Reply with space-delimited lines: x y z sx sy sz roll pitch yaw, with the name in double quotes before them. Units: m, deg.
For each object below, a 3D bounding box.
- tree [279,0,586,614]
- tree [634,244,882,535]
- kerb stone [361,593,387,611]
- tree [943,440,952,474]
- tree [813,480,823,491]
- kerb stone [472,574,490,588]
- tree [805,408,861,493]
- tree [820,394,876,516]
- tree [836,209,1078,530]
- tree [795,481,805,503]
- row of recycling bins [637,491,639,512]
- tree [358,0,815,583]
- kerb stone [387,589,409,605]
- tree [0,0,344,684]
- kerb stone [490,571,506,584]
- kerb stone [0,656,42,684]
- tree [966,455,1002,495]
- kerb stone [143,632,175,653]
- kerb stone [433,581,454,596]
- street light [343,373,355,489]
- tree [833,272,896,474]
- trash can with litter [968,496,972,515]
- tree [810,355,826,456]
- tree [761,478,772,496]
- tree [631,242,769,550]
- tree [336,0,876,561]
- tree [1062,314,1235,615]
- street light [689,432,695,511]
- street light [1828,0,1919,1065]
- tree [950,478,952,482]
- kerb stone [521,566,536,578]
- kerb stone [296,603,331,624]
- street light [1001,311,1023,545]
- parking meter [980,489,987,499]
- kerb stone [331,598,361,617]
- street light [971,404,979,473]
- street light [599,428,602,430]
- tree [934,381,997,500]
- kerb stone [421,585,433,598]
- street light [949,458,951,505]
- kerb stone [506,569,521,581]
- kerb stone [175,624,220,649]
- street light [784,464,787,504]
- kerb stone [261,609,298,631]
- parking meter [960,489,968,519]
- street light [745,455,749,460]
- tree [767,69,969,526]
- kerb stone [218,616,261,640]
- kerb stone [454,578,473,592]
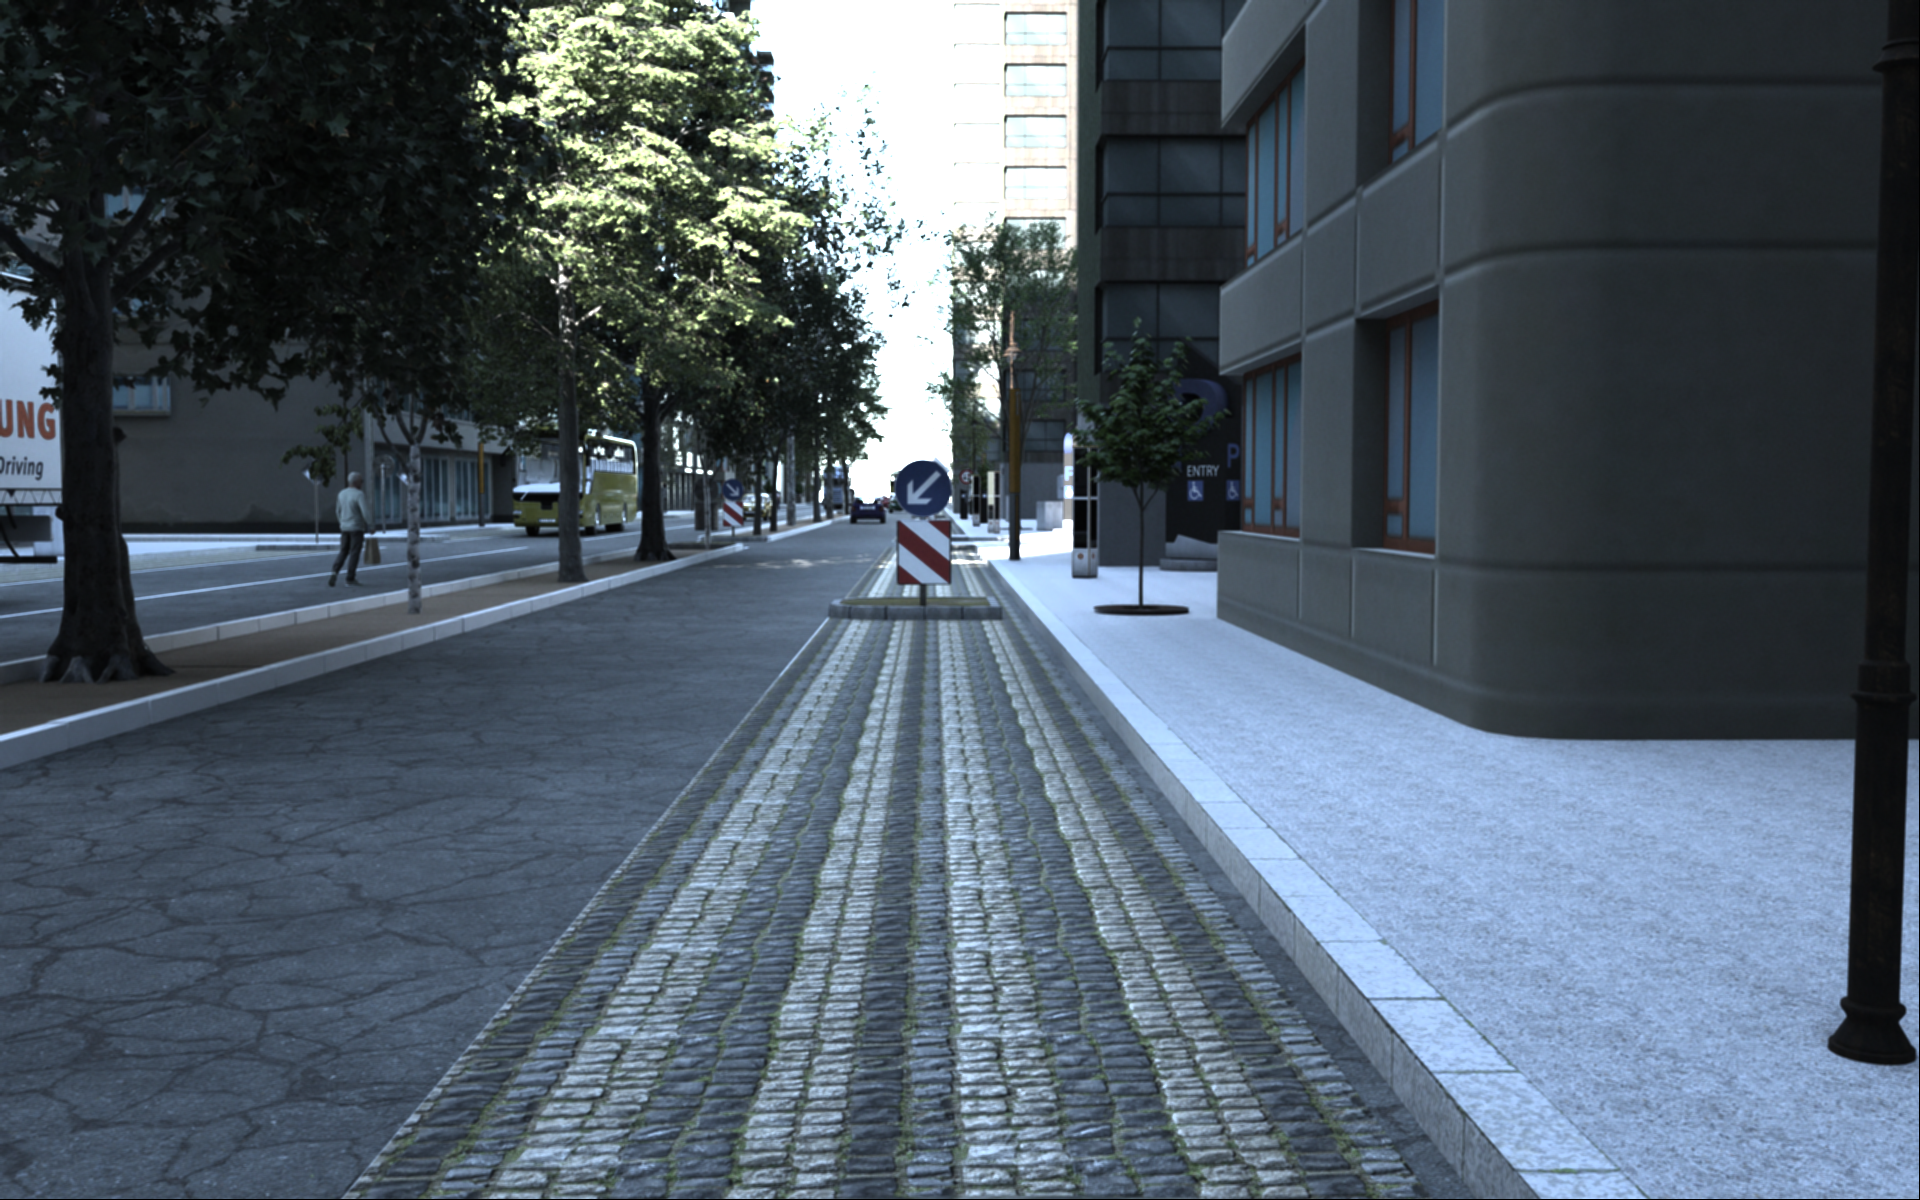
"tree" -6.544 -4.148 20.632 4.737 8.622 4.395 0 3 0
"tree" -7.109 -7.845 65.137 8.767 10.594 7.601 0 4 -1
"kerb stone" -7.369 0.044 21.507 0.120 0.150 1.000 0 4 -1
"tree" -0.113 -16.252 216.086 4.360 8.622 3.978 0 3 0
"tree" -23.709 -18.403 284.595 4.285 4.588 4.351 0 3 0
"kerb stone" -7.449 -0.271 26.625 0.120 0.150 1.000 0 4 -1
"tree" -8.011 -9.454 107.389 4.737 8.622 4.395 0 3 0
"tree" -8.060 -10.622 126.491 4.360 8.622 3.978 0 3 0
"tree" 2.065 -8.359 62.423 9.928 11.665 9.643 0 3 0
"tree" -21.978 -14.899 238.203 1.663 3.219 1.824 0 3 0
"row of recycling bins" -24.085 -7.076 122.805 3.534 1.692 1.069 3 5 41
"tree" -6.180 -6.524 27.248 7.486 12.596 7.792 0 3 0
"kerb stone" -7.388 -0.015 22.533 0.120 0.150 1.000 0 4 -1
"tree" -6.707 -5.721 13.003 9.611 12.733 9.660 0 3 0
"kerb stone" -7.472 -0.330 27.647 0.120 0.150 1.000 0 4 -1
"kerb stone" -7.235 0.546 13.304 0.120 0.150 1.000 0 4 -1
"tree" 1.111 -5.520 84.858 1.663 3.219 1.824 0 3 0
"kerb stone" -7.265 0.419 15.348 0.120 0.150 1.000 0 4 -1
"kerb stone" -7.421 -0.144 24.578 0.120 0.150 1.000 0 4 -1
"street light" -18.886 -4.920 53.238 0.468 5.910 1.993 0 4 -1
"tree" -7.108 -10.162 86.737 7.486 12.596 7.792 0 3 0
"trash can with litter" 0.918 -5.782 105.927 0.624 1.170 1.055 -1 4 -21
"tree" -7.944 -11.679 119.170 9.928 11.665 9.643 0 3 0
"tree" -21.096 -12.006 190.895 1.663 3.219 1.824 0 3 0
"tree" -6.451 -5.574 43.961 4.360 8.622 3.978 0 3 0
"tree" -6.598 -7.174 36.761 9.611 12.733 9.660 0 3 0
"tree" 1.926 -1.483 18.847 1.663 3.219 1.824 0 3 0
"street light" -20.044 -9.587 129.542 0.468 5.910 1.993 0 4 -1
"street light" 2.093 -1.897 3.798 0.468 5.910 1.993 0 4 -1
"tree" -0.619 -10.594 167.814 1.663 3.219 1.824 0 3 0
"kerb stone" -7.495 -0.456 29.693 0.120 0.150 1.000 0 4 -1
"kerb stone" -7.332 0.168 19.456 0.120 0.150 1.000 0 4 -1
"street light" 1.308 -4.345 43.827 0.468 5.910 1.993 0 4 -1
"parking meter" 1.115 -4.529 82.467 0.372 1.533 0.369 0 3 0
"kerb stone" -7.346 0.105 20.484 0.120 0.150 1.000 0 4 -1
"street light" 0.712 -7.037 87.841 0.468 5.910 1.993 0 4 -1
"street light" -19.536 -7.369 93.270 0.468 5.910 1.993 0 4 -1
"tree" 0.562 -9.769 110.089 4.737 8.622 4.395 0 3 0
"kerb stone" -7.406 -0.083 23.555 0.120 0.150 1.000 0 4 -1
"street light" -1.204 -14.162 204.329 0.468 5.910 1.993 0 4 -1
"kerb stone" -7.490 -0.396 28.671 0.120 0.150 1.000 0 4 -1
"kerb stone" -7.286 0.361 16.371 0.120 0.150 1.000 0 4 -1
"street light" -21.441 -14.725 213.534 0.468 5.910 1.993 0 4 -1
"kerb stone" -7.320 0.233 18.424 0.120 0.150 1.000 0 4 -1
"parking meter" 0.196 -4.860 87.871 0.372 1.533 0.369 0 3 0
"street light" -20.763 -12.036 169.573 0.468 5.910 1.993 0 4 -1
"tree" -6.351 -13.336 76.387 12.611 20.169 13.585 0 3 0
"kerb stone" -7.298 0.294 17.393 0.120 0.150 1.000 0 4 -1
"kerb stone" -7.437 -0.202 25.603 0.120 0.150 1.000 0 4 -1
